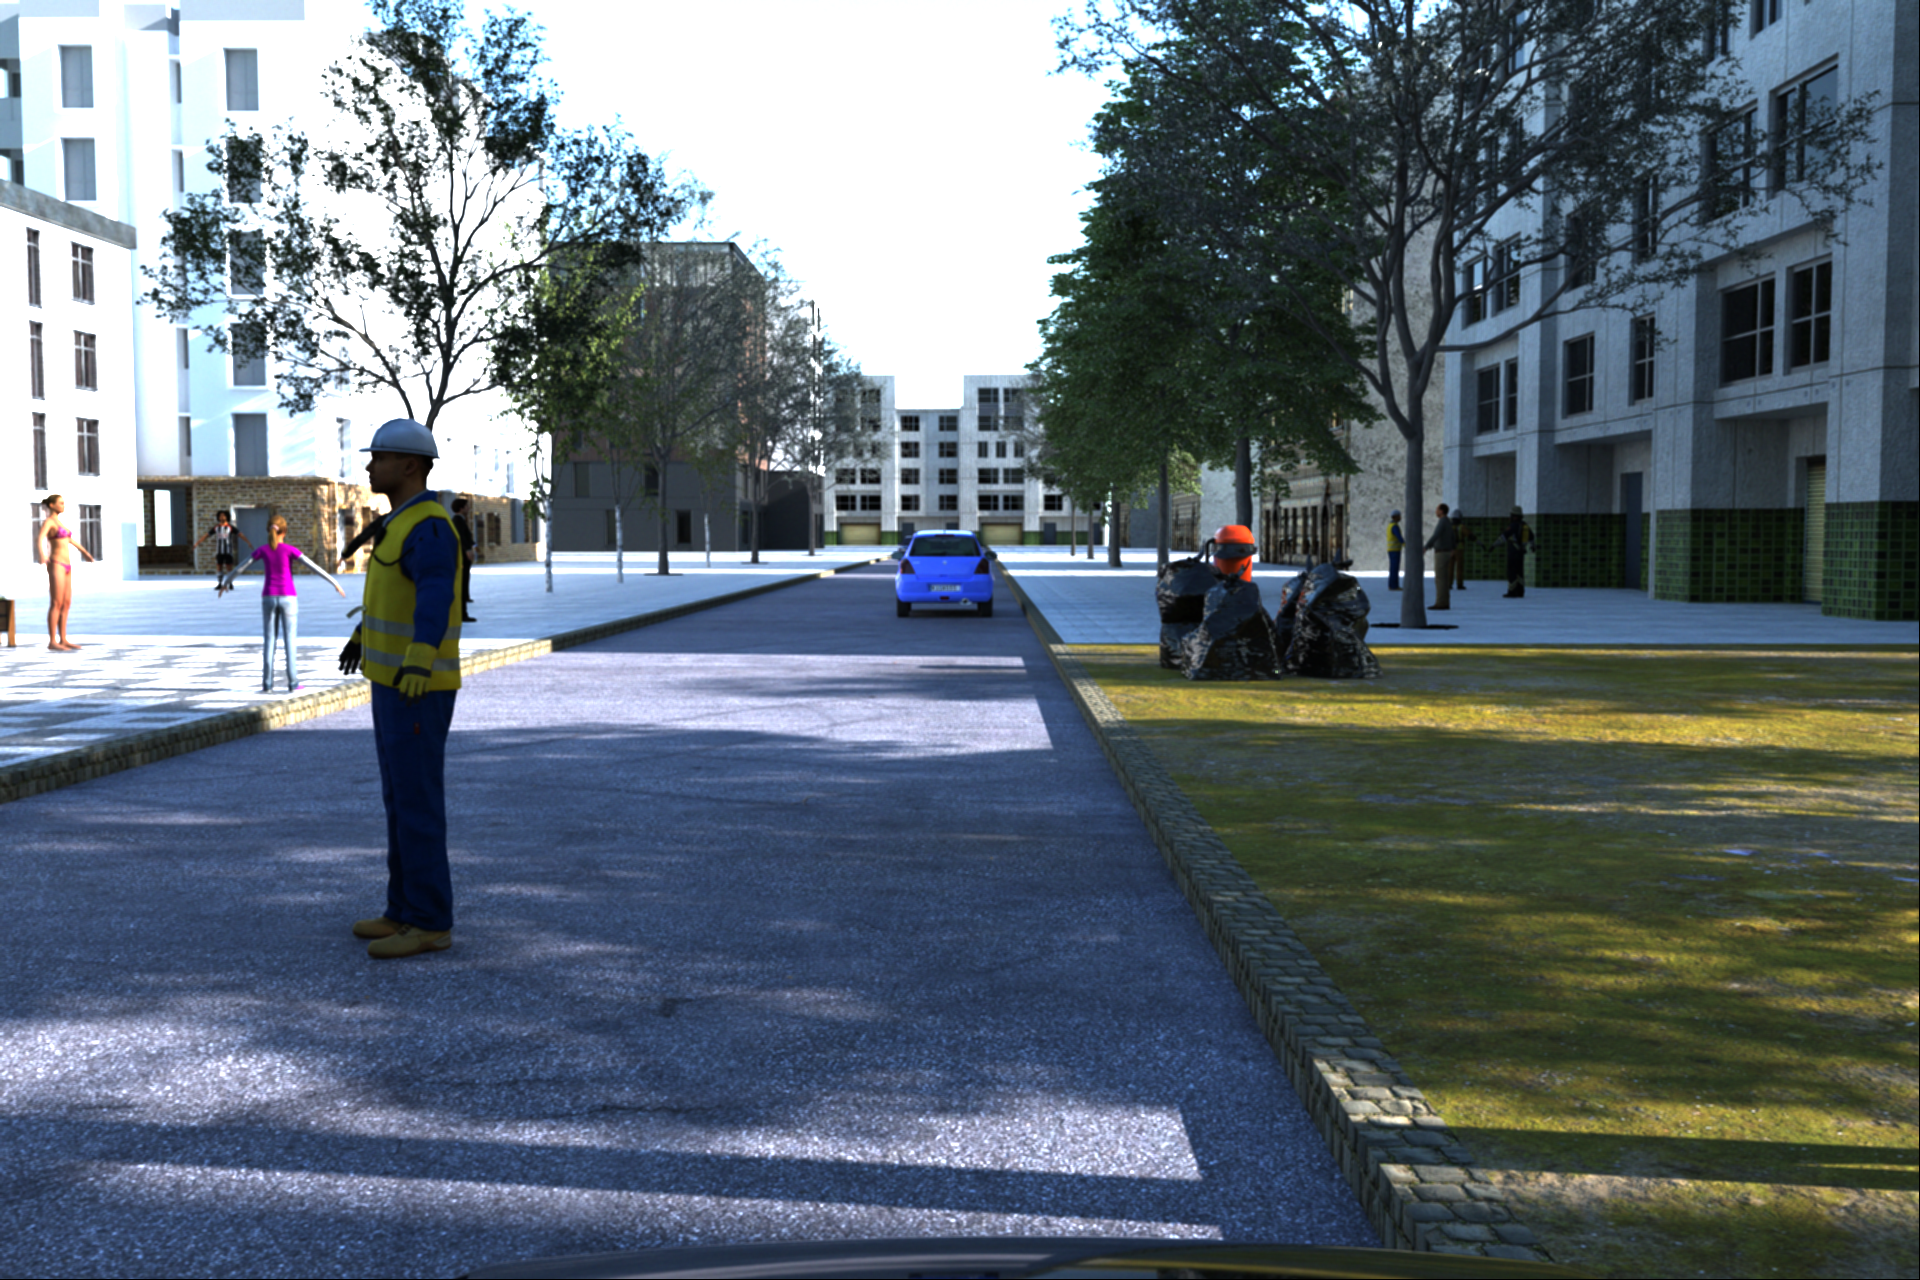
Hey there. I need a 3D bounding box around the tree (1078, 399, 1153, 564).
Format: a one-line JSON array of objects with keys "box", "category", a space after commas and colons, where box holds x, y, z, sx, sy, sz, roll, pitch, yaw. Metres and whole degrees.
[{"box": [6.591, -7.548, 73.768, 4.737, 8.622, 4.395, 0, 3, 0], "category": "tree"}]

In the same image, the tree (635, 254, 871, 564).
[{"box": [-8.765, -10.060, 74.848, 12.009, 13.543, 11.850, 0, 3, 0], "category": "tree"}]

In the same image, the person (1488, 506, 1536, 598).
[{"box": [11.213, -1.787, 34.996, 1.354, 1.856, 0.705, -2, 4, -32], "category": "person"}]

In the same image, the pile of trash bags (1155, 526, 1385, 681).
[{"box": [2.838, -0.429, 16.768, 1.912, 1.369, 3.447, 0, 4, -1], "category": "pile of trash bags"}]

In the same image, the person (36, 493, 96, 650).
[{"box": [-9.939, -0.762, 19.254, 0.721, 1.733, 1.217, 0, 4, -3], "category": "person"}]

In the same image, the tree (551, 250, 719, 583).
[{"box": [-9.119, -5.808, 45.325, 4.360, 8.622, 3.978, 0, 3, 0], "category": "tree"}]

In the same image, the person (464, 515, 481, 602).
[{"box": [-9.310, -1.593, 32.759, 0.721, 1.740, 1.216, -2, 4, -33], "category": "person"}]

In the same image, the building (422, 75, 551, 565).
[{"box": [-25.378, -13.245, 72.970, 16.016, 20.090, 11.380, 0, 3, 0], "category": "building"}]

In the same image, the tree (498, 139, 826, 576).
[{"box": [-9.345, -8.782, 53.957, 12.009, 13.543, 11.850, 0, 3, 0], "category": "tree"}]

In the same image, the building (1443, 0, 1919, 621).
[{"box": [21.982, -10.204, 33.286, 16.747, 18.905, 31.486, 0, 4, 1], "category": "building"}]

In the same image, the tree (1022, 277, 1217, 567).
[{"box": [6.163, -9.060, 66.254, 7.486, 12.596, 7.792, 0, 3, 0], "category": "tree"}]

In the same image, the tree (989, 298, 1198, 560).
[{"box": [6.541, -10.798, 86.916, 12.009, 13.543, 11.850, 0, 3, 0], "category": "tree"}]

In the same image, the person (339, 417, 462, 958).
[{"box": [-1.941, 0.148, 6.011, 0.705, 1.833, 1.349, -2, 4, -27], "category": "person"}]

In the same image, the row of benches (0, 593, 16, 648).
[{"box": [-12.259, -0.187, 18.521, 4.104, 0.672, 1.422, -3, 5, -43], "category": "row of benches"}]

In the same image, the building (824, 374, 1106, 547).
[{"box": [0.700, -20.149, 198.355, 31.486, 18.905, 16.747, 0, 4, 3], "category": "building"}]

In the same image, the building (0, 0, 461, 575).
[{"box": [-24.960, -12.208, 56.025, 16.016, 20.090, 11.380, 0, 4, 0], "category": "building"}]

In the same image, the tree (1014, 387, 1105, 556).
[{"box": [6.778, -10.103, 99.591, 7.601, 10.594, 8.767, -3, 5, -43], "category": "tree"}]

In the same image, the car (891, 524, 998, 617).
[{"box": [-0.281, -1.321, 31.188, 1.945, 1.707, 3.694, 0, 4, -1], "category": "car"}]

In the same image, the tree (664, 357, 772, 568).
[{"box": [-9.742, -7.086, 66.215, 4.360, 8.622, 3.978, 0, 3, 0], "category": "tree"}]

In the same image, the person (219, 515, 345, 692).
[{"box": [-5.551, -0.299, 14.162, 0.991, 1.433, 0.599, 0, 4, -7], "category": "person"}]

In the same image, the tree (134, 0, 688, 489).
[{"box": [-9.069, -5.768, 28.715, 8.767, 10.594, 7.601, -2, 4, -27], "category": "tree"}]

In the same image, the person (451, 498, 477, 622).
[{"box": [-7.268, -1.172, 25.353, 0.705, 1.806, 1.347, -1, 4, -20], "category": "person"}]

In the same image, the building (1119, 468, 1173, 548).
[{"box": [24.861, -20.608, 167.863, 19.493, 23.208, 18.063, 0, 4, 0], "category": "building"}]

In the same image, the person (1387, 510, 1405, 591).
[{"box": [9.934, -2.046, 39.428, 0.705, 1.833, 1.349, 0, 4, 0], "category": "person"}]

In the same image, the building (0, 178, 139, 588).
[{"box": [-23.388, -5.594, 33.614, 9.099, 9.664, 28.070, 0, 4, 0], "category": "building"}]

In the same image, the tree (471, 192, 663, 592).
[{"box": [-8.943, -5.375, 38.250, 4.737, 8.622, 4.395, 0, 3, 0], "category": "tree"}]

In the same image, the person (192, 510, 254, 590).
[{"box": [-16.920, -2.059, 39.810, 1.345, 1.843, 0.704, 0, 4, -7], "category": "person"}]

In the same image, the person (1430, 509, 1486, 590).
[{"box": [11.507, -2.103, 40.145, 1.354, 1.858, 0.705, 3, 4, 37], "category": "person"}]

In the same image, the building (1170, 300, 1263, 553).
[{"box": [25.648, -18.052, 126.072, 19.493, 23.208, 18.063, 0, 4, 1], "category": "building"}]

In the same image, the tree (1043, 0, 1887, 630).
[{"box": [6.090, -6.898, 23.156, 12.009, 13.543, 11.850, 0, 3, 0], "category": "tree"}]

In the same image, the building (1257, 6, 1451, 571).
[{"box": [22.558, -14.476, 67.611, 19.493, 23.208, 18.063, 0, 4, 1], "category": "building"}]

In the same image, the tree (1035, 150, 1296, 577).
[{"box": [6.109, -8.149, 51.361, 7.486, 12.596, 7.792, 0, 3, 0], "category": "tree"}]

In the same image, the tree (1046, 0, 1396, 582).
[{"box": [5.406, -7.139, 34.851, 7.486, 12.596, 7.792, 0, 3, 0], "category": "tree"}]

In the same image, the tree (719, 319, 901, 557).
[{"box": [-8.444, -11.518, 98.693, 12.009, 13.543, 11.850, 0, 3, 0], "category": "tree"}]

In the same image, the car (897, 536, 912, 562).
[{"box": [-2.239, -4.657, 88.727, 1.945, 1.354, 3.894, 0, 4, 1], "category": "car"}]

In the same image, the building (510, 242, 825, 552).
[{"box": [-26.116, -17.960, 137.614, 27.936, 21.610, 32.646, 0, 4, 0], "category": "building"}]

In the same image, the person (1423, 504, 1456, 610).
[{"box": [8.153, -1.413, 29.380, 0.705, 1.796, 1.348, 3, 4, 37], "category": "person"}]

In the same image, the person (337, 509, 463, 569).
[{"box": [-6.271, -0.823, 19.389, 1.347, 1.837, 0.705, -1, 4, -14], "category": "person"}]
